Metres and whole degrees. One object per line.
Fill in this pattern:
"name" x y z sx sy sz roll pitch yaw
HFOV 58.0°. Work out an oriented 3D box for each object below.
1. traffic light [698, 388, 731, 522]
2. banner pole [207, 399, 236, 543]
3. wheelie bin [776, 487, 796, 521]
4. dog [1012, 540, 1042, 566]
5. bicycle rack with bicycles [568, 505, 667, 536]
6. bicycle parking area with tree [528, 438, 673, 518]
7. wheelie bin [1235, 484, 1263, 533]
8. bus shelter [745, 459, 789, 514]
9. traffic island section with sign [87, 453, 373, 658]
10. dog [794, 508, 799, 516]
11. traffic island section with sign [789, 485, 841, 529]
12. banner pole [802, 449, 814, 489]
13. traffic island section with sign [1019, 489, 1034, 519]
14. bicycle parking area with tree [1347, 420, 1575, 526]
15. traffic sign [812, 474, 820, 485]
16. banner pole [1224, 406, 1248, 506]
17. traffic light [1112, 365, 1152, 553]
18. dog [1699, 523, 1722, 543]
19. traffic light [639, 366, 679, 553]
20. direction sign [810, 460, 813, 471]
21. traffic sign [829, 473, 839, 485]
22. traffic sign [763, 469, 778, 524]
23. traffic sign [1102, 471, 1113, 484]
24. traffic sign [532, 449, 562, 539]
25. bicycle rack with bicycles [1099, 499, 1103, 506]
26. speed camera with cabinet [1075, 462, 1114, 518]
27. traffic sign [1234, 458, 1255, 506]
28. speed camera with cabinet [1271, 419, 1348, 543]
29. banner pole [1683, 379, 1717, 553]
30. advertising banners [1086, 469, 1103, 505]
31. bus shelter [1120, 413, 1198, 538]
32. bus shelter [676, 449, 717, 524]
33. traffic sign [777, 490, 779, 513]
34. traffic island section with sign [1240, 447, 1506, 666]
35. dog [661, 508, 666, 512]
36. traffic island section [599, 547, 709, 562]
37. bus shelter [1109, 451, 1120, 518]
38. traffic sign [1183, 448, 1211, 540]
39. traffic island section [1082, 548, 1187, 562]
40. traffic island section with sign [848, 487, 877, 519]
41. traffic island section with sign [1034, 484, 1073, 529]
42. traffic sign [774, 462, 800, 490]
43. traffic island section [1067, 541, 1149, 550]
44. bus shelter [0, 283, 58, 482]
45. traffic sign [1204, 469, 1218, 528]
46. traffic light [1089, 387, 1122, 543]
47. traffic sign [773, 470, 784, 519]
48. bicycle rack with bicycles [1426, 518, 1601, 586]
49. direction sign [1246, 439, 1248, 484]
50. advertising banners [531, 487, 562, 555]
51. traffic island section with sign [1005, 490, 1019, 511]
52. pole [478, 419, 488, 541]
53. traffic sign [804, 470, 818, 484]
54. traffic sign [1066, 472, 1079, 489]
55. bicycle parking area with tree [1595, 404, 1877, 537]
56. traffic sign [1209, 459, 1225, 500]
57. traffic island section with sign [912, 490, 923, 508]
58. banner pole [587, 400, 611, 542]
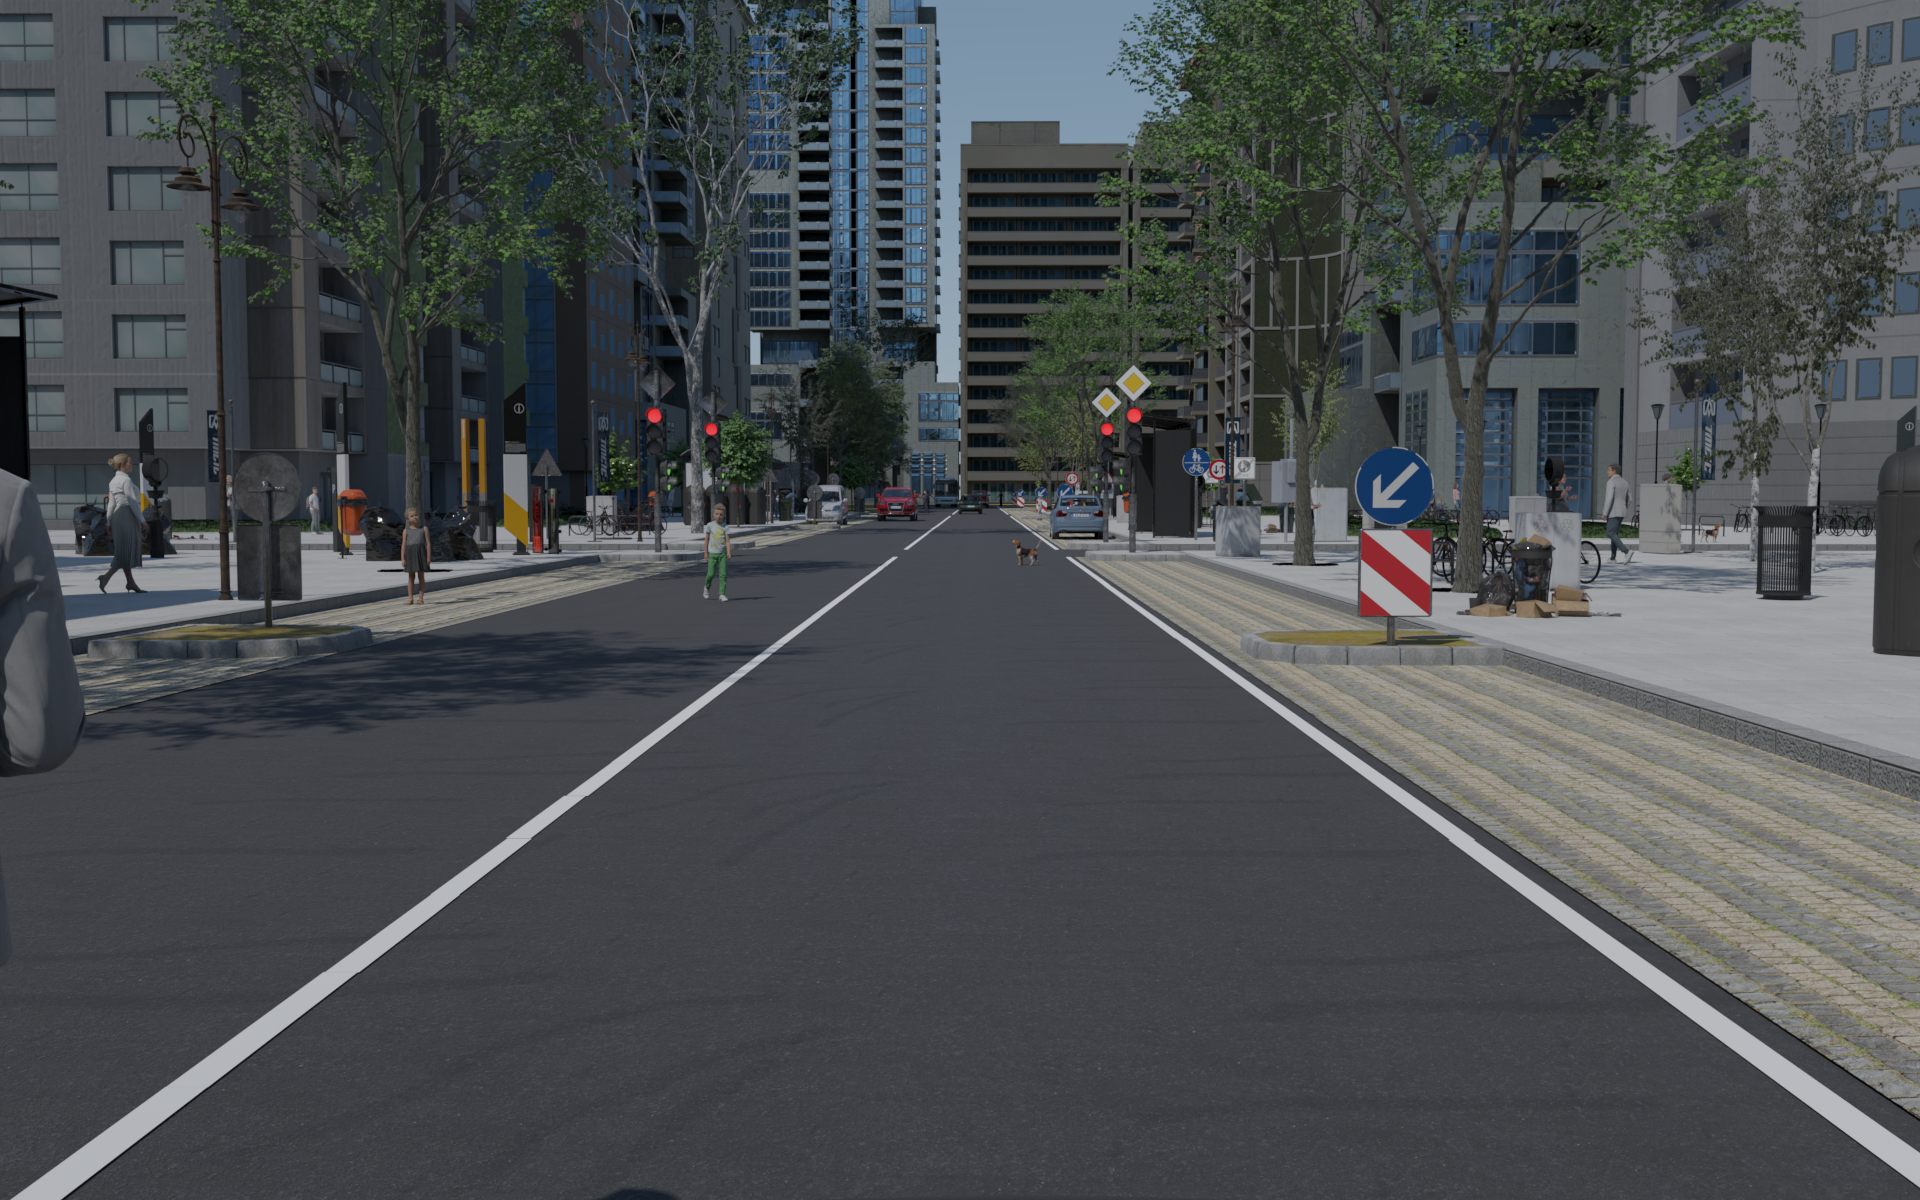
"traffic light" -6.514 -3.484 45.884 0.839 4.253 0.868 0 4 1
"banner pole" -19.404 -3.403 45.654 0.863 3.779 0.401 -3 5 -41
"wheelie bin" -8.228 -4.527 81.924 0.980 1.594 0.693 0 4 0
"dog" 1.340 -0.947 34.763 0.540 0.507 0.406 0 4 -6
"bicycle rack with bicycles" -10.920 -2.466 53.707 2.925 0.926 2.852 1 4 23
"bicycle parking area with tree" -19.226 -6.414 91.874 9.016 4.147 8.231 1 4 17
"wheelie bin" 8.950 -2.810 53.849 0.693 1.594 0.980 3 5 42
"bus shelter" -10.689 -6.179 94.948 2.014 3.302 5.546 0 4 1
"traffic island section with sign" -6.575 -0.448 15.948 1.989 1.847 2.006 0 4 1
"dog" -9.553 -5.047 99.353 0.540 0.507 0.406 -3 5 -41
"traffic island section with sign" -5.938 -3.829 71.228 1.989 1.847 2.006 0 4 1
"banner pole" -8.431 -6.532 96.809 0.863 3.779 0.401 -1 4 -15
"traffic island section with sign" 4.494 -5.488 98.362 1.989 1.847 2.006 0 4 1
"bicycle parking area with tree" 19.589 -5.070 69.898 9.016 4.147 8.231 0 4 2
"traffic sign" -8.653 -6.235 102.049 0.768 2.556 0.104 0 4 3
"banner pole" 7.949 -3.642 49.562 0.863 3.779 0.401 2 4 32
"traffic light" 3.755 -2.989 37.797 0.839 4.253 0.868 0 4 1
"dog" 19.919 -1.783 45.978 0.540 0.507 0.406 1 4 21
"traffic light" -6.605 -2.996 37.899 0.839 4.253 0.868 0 4 1
"direction sign" -9.395 -7.171 109.236 0.379 3.537 0.876 1 4 23
"traffic sign" -7.788 -6.494 106.291 0.768 2.556 0.104 0 4 2
"traffic sign" -8.182 -4.503 73.633 0.884 2.594 0.081 0 4 7
"traffic sign" 7.546 -5.448 89.078 0.884 2.594 0.081 0 4 2
"traffic sign" -11.823 -3.030 49.551 0.884 2.594 0.081 0 4 4
"bicycle rack with bicycles" 9.666 -6.342 117.067 2.852 0.926 2.925 -1 4 -16
"speed camera with cabinet" 7.201 -6.012 92.631 2.038 3.252 0.660 1 4 11
"traffic sign" 7.965 -2.843 48.608 0.606 2.300 0.079 1 4 8
"speed camera with cabinet" 9.343 -3.176 46.257 2.038 3.252 0.660 -1 4 -21
"banner pole" 16.242 -2.927 37.872 0.863 3.779 0.401 -2 4 -26
"advertising banners" 9.407 -7.564 119.863 2.074 3.025 0.090 -3 5 -42
"bus shelter" 6.167 -3.809 53.557 1.731 3.624 6.357 0 4 1
"bus shelter" -11.213 -5.116 77.576 2.014 3.302 5.546 0 4 1
"traffic sign" -12.110 -7.038 115.176 0.768 2.556 0.104 0 4 8
"traffic island section with sign" 3.549 -0.409 15.316 1.989 1.847 2.006 0 4 1
"dog" -20.300 -6.217 118.485 0.406 0.507 0.540 -2 4 -26
"traffic island section" -6.645 -0.964 38.034 2.009 0.180 2.903 0 4 1
"bus shelter" 8.827 -6.454 96.814 1.731 3.624 6.357 0 4 1
"traffic sign" 6.556 -2.933 48.058 0.768 2.556 0.104 0 4 7
"traffic island section" 3.795 -0.956 37.911 2.009 0.180 2.903 0 4 1
"traffic island section with sign" -5.634 -5.479 98.205 1.989 1.847 2.006 0 4 1
"traffic island section with sign" 4.174 -3.828 71.209 1.989 1.847 2.006 0 4 1
"traffic sign" -11.185 -7.033 108.860 2.265 3.308 0.079 0 4 4
"traffic island section" 3.886 -1.444 45.895 2.009 0.180 2.903 0 4 1
"bus shelter" -11.558 -1.604 17.514 1.731 3.624 6.357 0 4 1
"traffic sign" 9.591 -3.916 66.163 0.606 2.300 0.079 0 4 4
"traffic light" 3.847 -3.478 45.782 0.839 4.253 0.868 0 4 1
"traffic sign" -9.581 -5.530 90.524 0.768 2.556 0.104 0 4 8
"bicycle rack with bicycles" 7.600 -0.742 25.512 2.852 0.926 2.925 -1 4 -14
"direction sign" 11.086 -4.590 67.040 0.379 3.537 0.876 1 4 10
"advertising banners" -9.107 -2.517 37.337 0.090 3.025 2.074 -3 5 -39
"traffic island section with sign" 5.045 -8.502 147.643 1.989 1.847 2.006 0 4 1
"pole" -12.934 -3.249 46.958 0.158 3.312 0.155 0 3 0
"traffic sign" -8.009 -5.673 92.861 0.768 2.556 0.104 1 4 9
"traffic sign" 6.511 -6.141 100.509 0.768 2.556 0.104 0 4 2
"bicycle parking area with tree" 24.747 -4.161 55.030 8.231 4.147 9.016 1 4 14
"traffic sign" 9.395 -3.836 62.817 0.768 2.556 0.104 0 4 5
"traffic island section with sign" -4.757 -10.171 174.925 1.989 1.847 2.006 0 4 1
"banner pole" -9.674 -3.456 46.530 0.401 3.779 0.863 2 4 31
